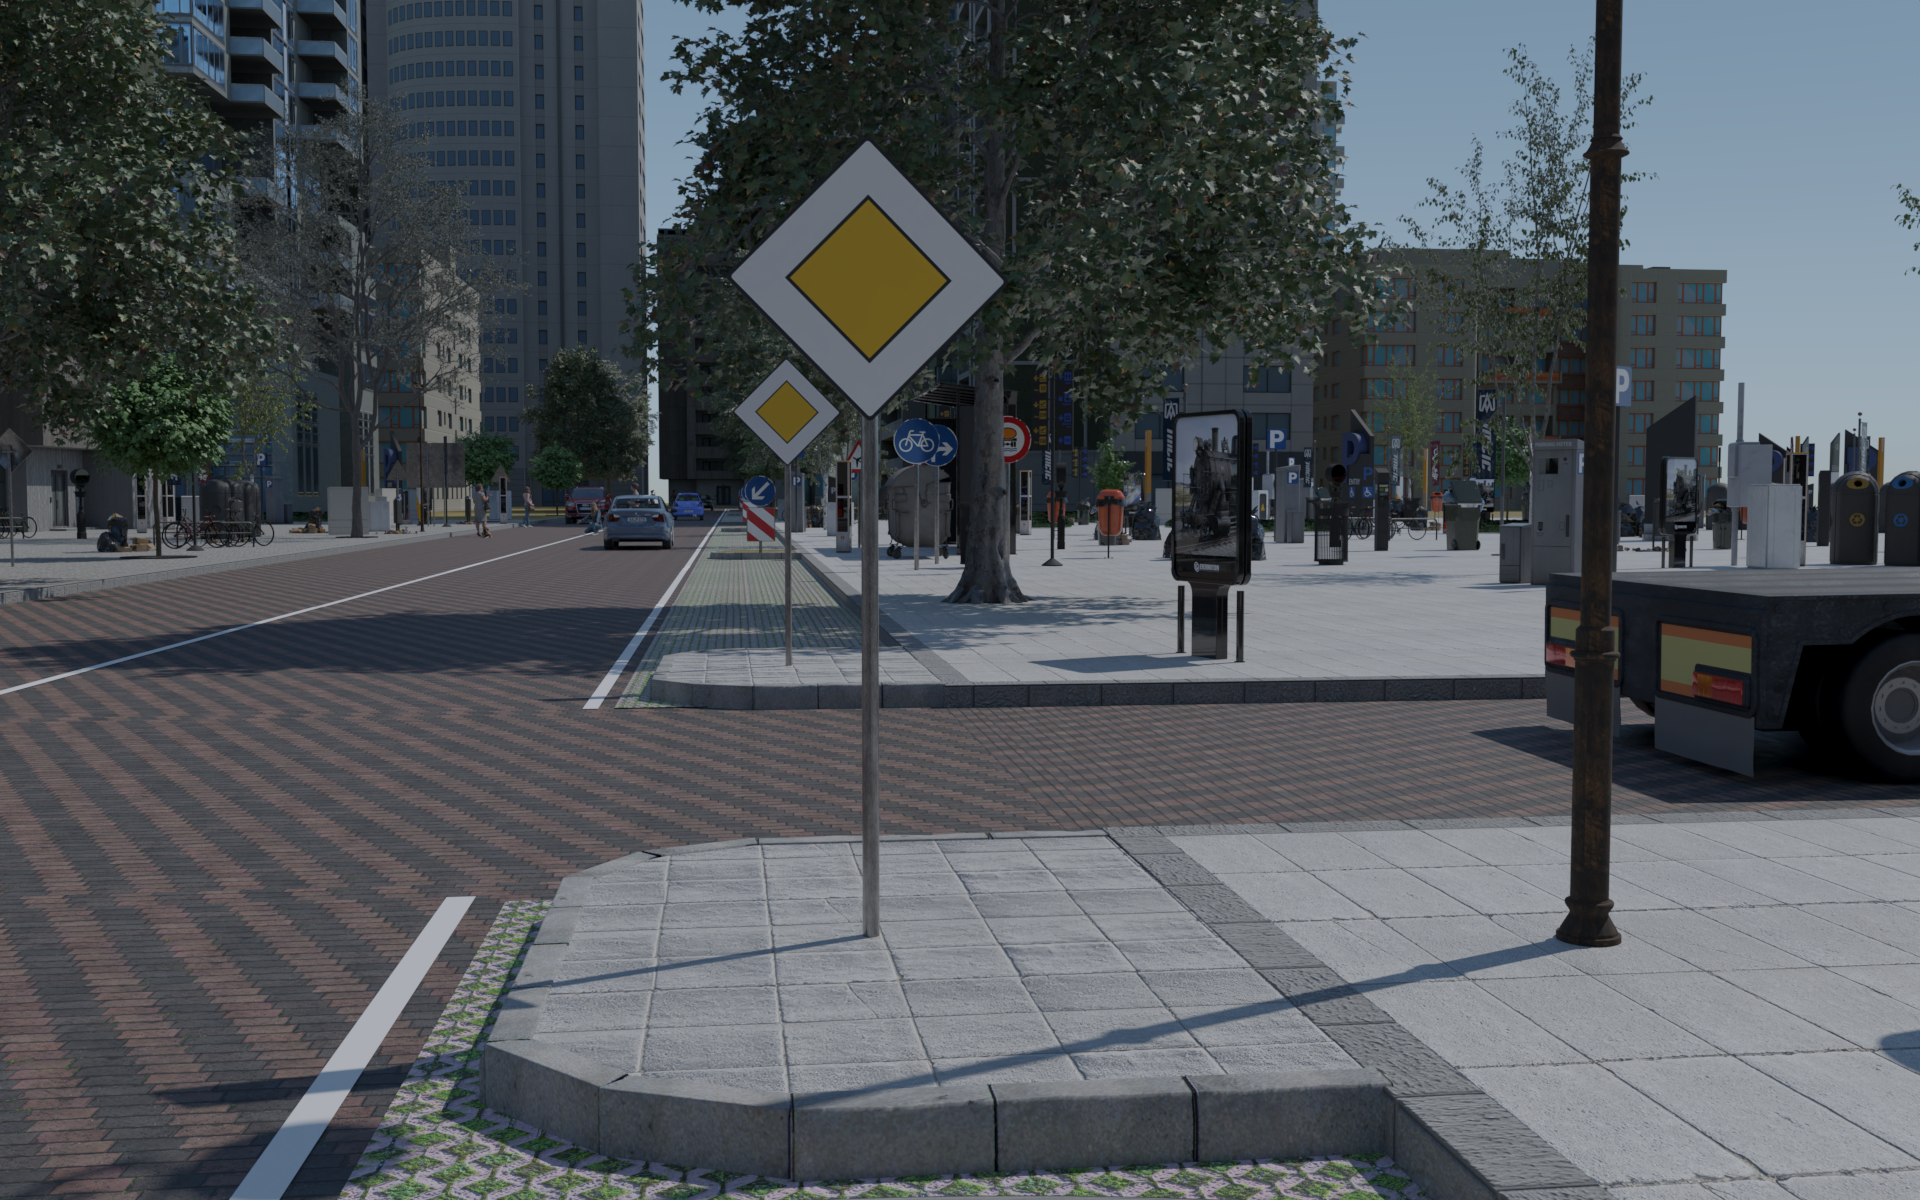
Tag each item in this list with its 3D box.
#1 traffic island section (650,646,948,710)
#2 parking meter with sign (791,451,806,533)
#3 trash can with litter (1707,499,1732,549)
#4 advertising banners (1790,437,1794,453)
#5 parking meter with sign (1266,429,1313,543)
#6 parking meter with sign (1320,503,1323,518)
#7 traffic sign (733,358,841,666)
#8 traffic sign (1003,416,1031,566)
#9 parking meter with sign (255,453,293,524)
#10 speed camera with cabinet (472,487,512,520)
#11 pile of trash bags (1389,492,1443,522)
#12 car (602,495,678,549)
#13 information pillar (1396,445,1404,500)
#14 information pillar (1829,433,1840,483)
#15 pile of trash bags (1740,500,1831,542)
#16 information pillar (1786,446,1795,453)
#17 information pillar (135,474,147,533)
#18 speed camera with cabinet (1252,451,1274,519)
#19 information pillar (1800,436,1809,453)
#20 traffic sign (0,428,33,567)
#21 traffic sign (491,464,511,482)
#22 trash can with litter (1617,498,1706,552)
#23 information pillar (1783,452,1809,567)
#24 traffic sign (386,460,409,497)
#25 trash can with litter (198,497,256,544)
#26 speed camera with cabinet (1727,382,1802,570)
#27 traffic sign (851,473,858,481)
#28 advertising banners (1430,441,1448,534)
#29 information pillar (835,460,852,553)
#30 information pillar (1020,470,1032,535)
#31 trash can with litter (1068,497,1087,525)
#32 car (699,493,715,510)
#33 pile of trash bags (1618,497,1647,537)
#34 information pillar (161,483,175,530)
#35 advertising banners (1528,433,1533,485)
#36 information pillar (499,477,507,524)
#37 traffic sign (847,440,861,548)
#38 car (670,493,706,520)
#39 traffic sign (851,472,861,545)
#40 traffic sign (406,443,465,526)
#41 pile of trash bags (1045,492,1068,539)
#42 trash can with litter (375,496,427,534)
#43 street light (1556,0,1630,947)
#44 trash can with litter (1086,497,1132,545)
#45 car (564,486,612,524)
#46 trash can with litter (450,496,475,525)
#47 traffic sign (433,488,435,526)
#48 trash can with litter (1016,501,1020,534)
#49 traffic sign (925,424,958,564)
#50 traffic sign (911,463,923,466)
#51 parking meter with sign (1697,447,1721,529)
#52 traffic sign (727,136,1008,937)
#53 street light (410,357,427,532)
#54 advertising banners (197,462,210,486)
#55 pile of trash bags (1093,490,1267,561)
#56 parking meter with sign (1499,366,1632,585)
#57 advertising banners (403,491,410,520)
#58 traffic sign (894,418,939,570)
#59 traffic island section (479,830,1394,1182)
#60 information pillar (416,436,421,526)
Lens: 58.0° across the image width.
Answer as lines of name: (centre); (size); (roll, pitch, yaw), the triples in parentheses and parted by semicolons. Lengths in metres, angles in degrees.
traffic island section: (-1.261, 0.570, 12.969); (2.009, 0.180, 2.903); (0, 4, -7)
parking meter with sign: (-5.403, -3.767, 57.852); (0.543, 3.016, 1.738); (0, 4, -1)
trash can with litter: (17.793, -1.776, 40.425); (0.624, 1.170, 1.055); (2, 4, 27)
advertising banners: (25.579, -3.510, 53.576); (0.090, 3.025, 2.074); (1, 4, 18)
parking meter with sign: (8.638, -3.026, 45.734); (0.543, 3.016, 1.738); (-1, 4, -11)
parking meter with sign: (16.499, -5.284, 82.654); (1.738, 3.016, 0.543); (3, 5, 41)
traffic sign: (-1.284, -0.566, 12.889); (0.795, 2.450, 0.064); (0, 4, -7)
traffic sign: (0.776, -1.724, 28.285); (0.768, 2.556, 0.104); (0, 4, 2)
parking meter with sign: (-29.174, -4.742, 73.786); (0.543, 3.016, 1.738); (1, 4, 17)
speed camera with cabinet: (-23.131, -5.577, 85.520); (0.660, 3.252, 2.038); (2, 4, 35)
pile of trash bags: (20.726, -4.327, 80.495); (3.447, 1.369, 1.912); (0, 4, 1)
car: (-8.545, -2.091, 46.188); (2.014, 1.417, 4.499); (-1, 4, -8)
information pillar: (20.883, -5.560, 82.267); (0.504, 3.616, 0.183); (-3, 5, -43)
information pillar: (33.295, -4.563, 65.960); (0.504, 3.616, 0.183); (-2, 4, -28)
pile of trash bags: (22.784, -2.321, 47.708); (1.912, 1.369, 3.447); (-1, 4, -19)
information pillar: (40.649, -5.714, 84.774); (0.504, 3.616, 0.183); (1, 4, 10)
information pillar: (-26.771, -3.188, 56.611); (0.304, 2.012, 0.304); (-2, 4, -27)
speed camera with cabinet: (13.899, -5.193, 79.243); (0.660, 3.252, 2.038); (3, 4, 39)
information pillar: (34.150, -4.815, 70.086); (0.504, 3.616, 0.183); (-2, 4, -35)
traffic sign: (-16.721, -1.793, 30.504); (0.795, 2.450, 0.064); (0, 4, -1)
traffic sign: (-20.087, -4.633, 75.756); (0.884, 2.594, 0.081); (0, 4, 2)
trash can with litter: (15.383, -1.701, 38.870); (2.233, 1.210, 1.678); (-1, 4, -11)
information pillar: (14.839, -1.606, 30.748); (0.304, 2.012, 0.304); (1, 4, 11)
traffic sign: (-21.636, -4.077, 66.658); (0.884, 2.594, 0.081); (0, 4, 2)
trash can with litter: (-19.394, -2.114, 45.624); (1.678, 1.210, 2.233); (1, 4, 11)
speed camera with cabinet: (13.969, -2.187, 30.086); (0.660, 3.252, 2.038); (0, 4, 5)
traffic sign: (-4.498, -4.298, 70.374); (0.768, 2.556, 0.104); (0, 4, -5)
advertising banners: (15.845, -3.666, 56.127); (0.090, 3.025, 2.074); (-1, 4, -20)
information pillar: (-2.539, -2.039, 37.822); (0.304, 2.012, 0.304); (0, 4, 7)
information pillar: (2.045, -3.024, 53.928); (0.304, 2.012, 0.304); (1, 4, 18)
trash can with litter: (4.842, -3.663, 71.284); (1.055, 1.170, 0.624); (1, 4, 10)
car: (-22.553, -8.728, 152.494); (2.009, 1.686, 4.222); (0, 4, -7)
pile of trash bags: (20.178, -2.611, 52.436); (1.912, 1.369, 3.447); (-2, 4, -32)
information pillar: (-28.503, -3.538, 62.331); (0.304, 2.012, 0.304); (2, 4, 33)
advertising banners: (17.102, -3.339, 50.772); (0.090, 3.025, 2.074); (3, 5, 43)
information pillar: (-19.655, -4.282, 74.501); (0.304, 2.012, 0.304); (-1, 4, -18)
traffic sign: (-2.422, -2.538, 41.502); (0.884, 2.594, 0.081); (0, 4, -4)
car: (-14.961, -5.245, 95.342); (1.945, 1.707, 3.694); (-1, 4, -9)
traffic sign: (-2.511, -2.680, 43.820); (0.884, 2.594, 0.081); (0, 4, -1)
traffic sign: (-20.792, -4.577, 68.701); (2.265, 3.308, 0.079); (0, 4, -4)
pile of trash bags: (4.084, -2.400, 48.991); (3.447, 1.369, 1.912); (1, 4, 18)
trash can with litter: (-18.105, -2.764, 56.251); (1.678, 1.210, 2.233); (-1, 4, -11)
street light: (1.811, -1.959, 4.810); (0.468, 5.910, 1.993); (0, 4, -7)
trash can with litter: (3.801, -1.955, 43.349); (0.624, 1.170, 1.055); (3, 5, 43)
car: (-18.082, -4.638, 84.497); (2.281, 1.827, 5.304); (0, 4, -8)
trash can with litter: (-20.872, -3.829, 73.662); (1.678, 1.210, 2.233); (-2, 4, -24)
traffic sign: (-20.978, -4.220, 69.008); (0.884, 2.594, 0.081); (0, 4, 1)
trash can with litter: (1.758, -2.704, 55.592); (1.055, 1.170, 0.624); (2, 4, 32)
traffic sign: (-0.424, -1.933, 31.714); (0.768, 2.556, 0.104); (0, 4, 2)
traffic sign: (-1.403, -3.485, 56.984); (0.884, 2.594, 0.081); (0, 4, 0)
parking meter with sign: (27.410, -4.181, 64.617); (1.738, 3.016, 0.543); (2, 4, 24)
traffic sign: (-0.261, -0.081, 4.969); (0.795, 2.450, 0.064); (0, 4, -7)
street light: (-18.261, -5.251, 58.647); (0.468, 5.910, 1.993); (0, 4, -7)
advertising banners: (-24.827, -3.818, 58.609); (2.074, 3.025, 0.090); (-1, 4, -9)
pile of trash bags: (4.381, -1.506, 34.382); (3.447, 1.369, 1.912); (1, 4, 14)
parking meter with sign: (8.439, -1.716, 24.321); (0.543, 3.016, 1.738); (-3, 5, -41)
advertising banners: (-25.367, -5.085, 79.329); (0.090, 3.025, 2.074); (0, 4, -3)
traffic sign: (-0.731, -1.773, 29.103); (0.768, 2.556, 0.104); (0, 4, -3)
traffic island section: (-0.239, 1.054, 5.050); (2.009, 0.180, 2.903); (0, 4, -7)
information pillar: (-21.940, -4.822, 70.195); (0.183, 3.616, 0.504); (-2, 4, -29)
